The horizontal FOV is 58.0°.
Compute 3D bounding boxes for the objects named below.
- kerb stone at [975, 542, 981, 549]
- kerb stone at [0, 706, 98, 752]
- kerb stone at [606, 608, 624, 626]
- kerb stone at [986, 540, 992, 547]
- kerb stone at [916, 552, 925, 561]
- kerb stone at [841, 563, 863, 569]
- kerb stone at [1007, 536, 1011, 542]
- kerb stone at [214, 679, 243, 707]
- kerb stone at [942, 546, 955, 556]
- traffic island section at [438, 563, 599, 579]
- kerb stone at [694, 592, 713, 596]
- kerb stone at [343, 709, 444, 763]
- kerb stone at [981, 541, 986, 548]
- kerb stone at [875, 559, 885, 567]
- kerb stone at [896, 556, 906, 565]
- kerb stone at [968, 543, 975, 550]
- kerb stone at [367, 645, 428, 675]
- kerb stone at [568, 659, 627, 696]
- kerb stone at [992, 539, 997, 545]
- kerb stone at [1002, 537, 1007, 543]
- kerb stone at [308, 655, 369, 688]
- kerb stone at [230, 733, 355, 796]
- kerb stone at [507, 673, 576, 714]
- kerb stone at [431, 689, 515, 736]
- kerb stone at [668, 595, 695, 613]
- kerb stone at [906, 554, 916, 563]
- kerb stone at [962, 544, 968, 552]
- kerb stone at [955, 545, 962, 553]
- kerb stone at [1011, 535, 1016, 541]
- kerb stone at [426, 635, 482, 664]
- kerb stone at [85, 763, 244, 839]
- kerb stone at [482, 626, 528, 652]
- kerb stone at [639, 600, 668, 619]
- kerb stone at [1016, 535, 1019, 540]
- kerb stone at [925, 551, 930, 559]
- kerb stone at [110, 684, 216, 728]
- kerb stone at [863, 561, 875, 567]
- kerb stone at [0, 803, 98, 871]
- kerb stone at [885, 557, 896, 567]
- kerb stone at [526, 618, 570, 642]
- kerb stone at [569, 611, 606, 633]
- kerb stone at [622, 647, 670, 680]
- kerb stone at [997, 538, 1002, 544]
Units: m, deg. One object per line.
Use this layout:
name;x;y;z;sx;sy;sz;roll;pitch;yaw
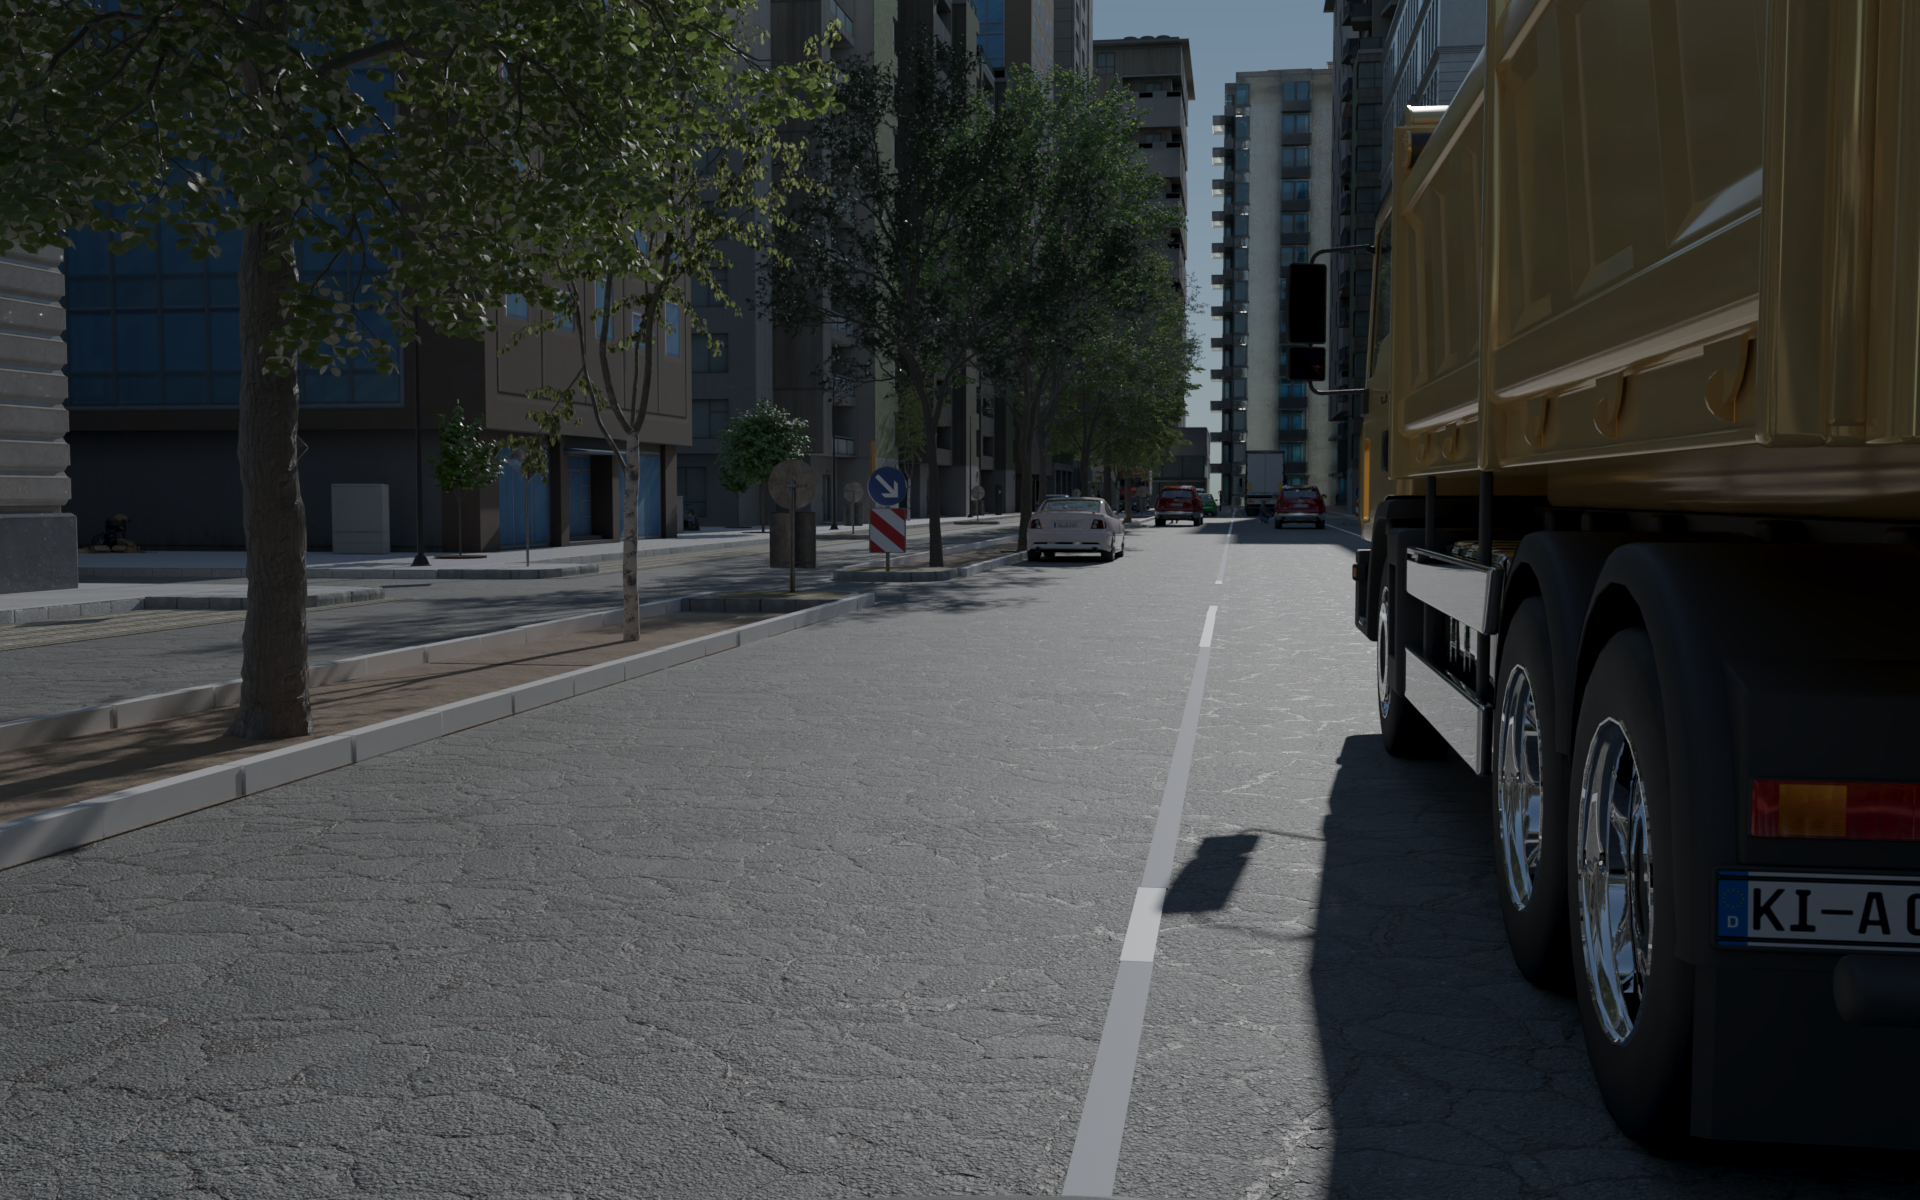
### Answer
kerb stone;0.338;-1.393;44.967;0.120;0.150;1.000;1;4;9
kerb stone;-5.280;0.748;10.033;0.120;0.150;1.000;1;4;9
kerb stone;-3.816;0.190;19.152;0.120;0.150;1.000;1;4;9
kerb stone;0.667;-1.513;46.986;0.120;0.150;1.000;1;4;9
kerb stone;-0.956;-0.898;36.884;0.120;0.150;1.000;1;4;9
kerb stone;-1.937;-0.527;30.808;0.120;0.150;1.000;1;4;9
kerb stone;1.310;-1.763;51.024;0.120;0.150;1.000;1;4;9
kerb stone;-4.945;0.624;12.057;0.120;0.150;1.000;1;4;9
kerb stone;-0.312;-1.145;40.927;0.120;0.150;1.000;1;4;9
traffic island section;-7.675;-0.513;30.675;2.009;0.180;2.903;1;4;9
kerb stone;-3.322;0.000;22.192;0.120;0.150;1.000;1;4;9
kerb stone;-3.192;0.763;9.720;0.120;0.150;1.000;1;4;9
kerb stone;0.504;-1.455;45.976;0.120;0.150;1.000;1;4;9
kerb stone;-1.621;-0.649;32.830;0.120;0.150;1.000;1;4;9
kerb stone;-1.283;-0.774;34.858;0.120;0.150;1.000;1;4;9
kerb stone;0.182;-1.329;43.957;0.120;0.150;1.000;1;4;9
kerb stone;-4.631;0.497;14.077;0.120;0.150;1.000;1;4;9
kerb stone;-2.708;0.577;12.768;0.120;0.150;1.000;1;4;9
kerb stone;0.827;-1.578;47.995;0.120;0.150;1.000;1;4;9
kerb stone;1.149;-1.698;50.015;0.120;0.150;1.000;1;4;9
kerb stone;-4.786;0.559;13.067;0.120;0.150;1.000;1;4;9
kerb stone;-3.361;0.826;8.703;0.120;0.150;1.000;1;4;9
kerb stone;-2.872;0.639;11.754;0.120;0.150;1.000;1;4;9
kerb stone;-3.040;0.701;10.740;0.120;0.150;1.000;1;4;9
kerb stone;-3.481;0.065;21.179;0.120;0.150;1.000;1;4;9
kerb stone;-1.118;-0.836;35.871;0.120;0.150;1.000;1;4;9
kerb stone;0.011;-1.269;42.946;0.120;0.150;1.000;1;4;9
kerb stone;-0.146;-1.207;41.936;0.120;0.150;1.000;1;4;9
kerb stone;1.482;-1.824;52.032;0.120;0.150;1.000;1;4;9
kerb stone;-4.458;0.438;15.096;0.120;0.150;1.000;1;4;9
kerb stone;-3.531;0.887;7.695;0.120;0.150;1.000;1;4;9
kerb stone;-4.300;0.380;16.114;0.120;0.150;1.000;1;4;9
kerb stone;-3.648;0.125;20.164;0.120;0.150;1.000;1;4;9
kerb stone;1.635;-1.887;53.054;0.120;0.150;1.000;1;4;9
kerb stone;-0.800;-0.960;37.894;0.120;0.150;1.000;1;4;9
kerb stone;-5.109;0.682;11.048;0.120;0.150;1.000;1;4;9
kerb stone;-1.775;-0.589;31.819;0.120;0.150;1.000;1;4;9
kerb stone;-3.689;0.949;6.686;0.120;0.150;1.000;1;4;9
kerb stone;-1.450;-0.713;33.849;0.120;0.150;1.000;1;4;9
kerb stone;-4.137;0.310;17.133;0.120;0.150;1.000;1;4;9
kerb stone;-3.979;0.248;18.143;0.120;0.150;1.000;1;4;9
kerb stone;-2.545;0.517;13.777;0.120;0.150;1.000;1;4;9
kerb stone;0.985;-1.636;49.006;0.120;0.150;1.000;1;4;9
